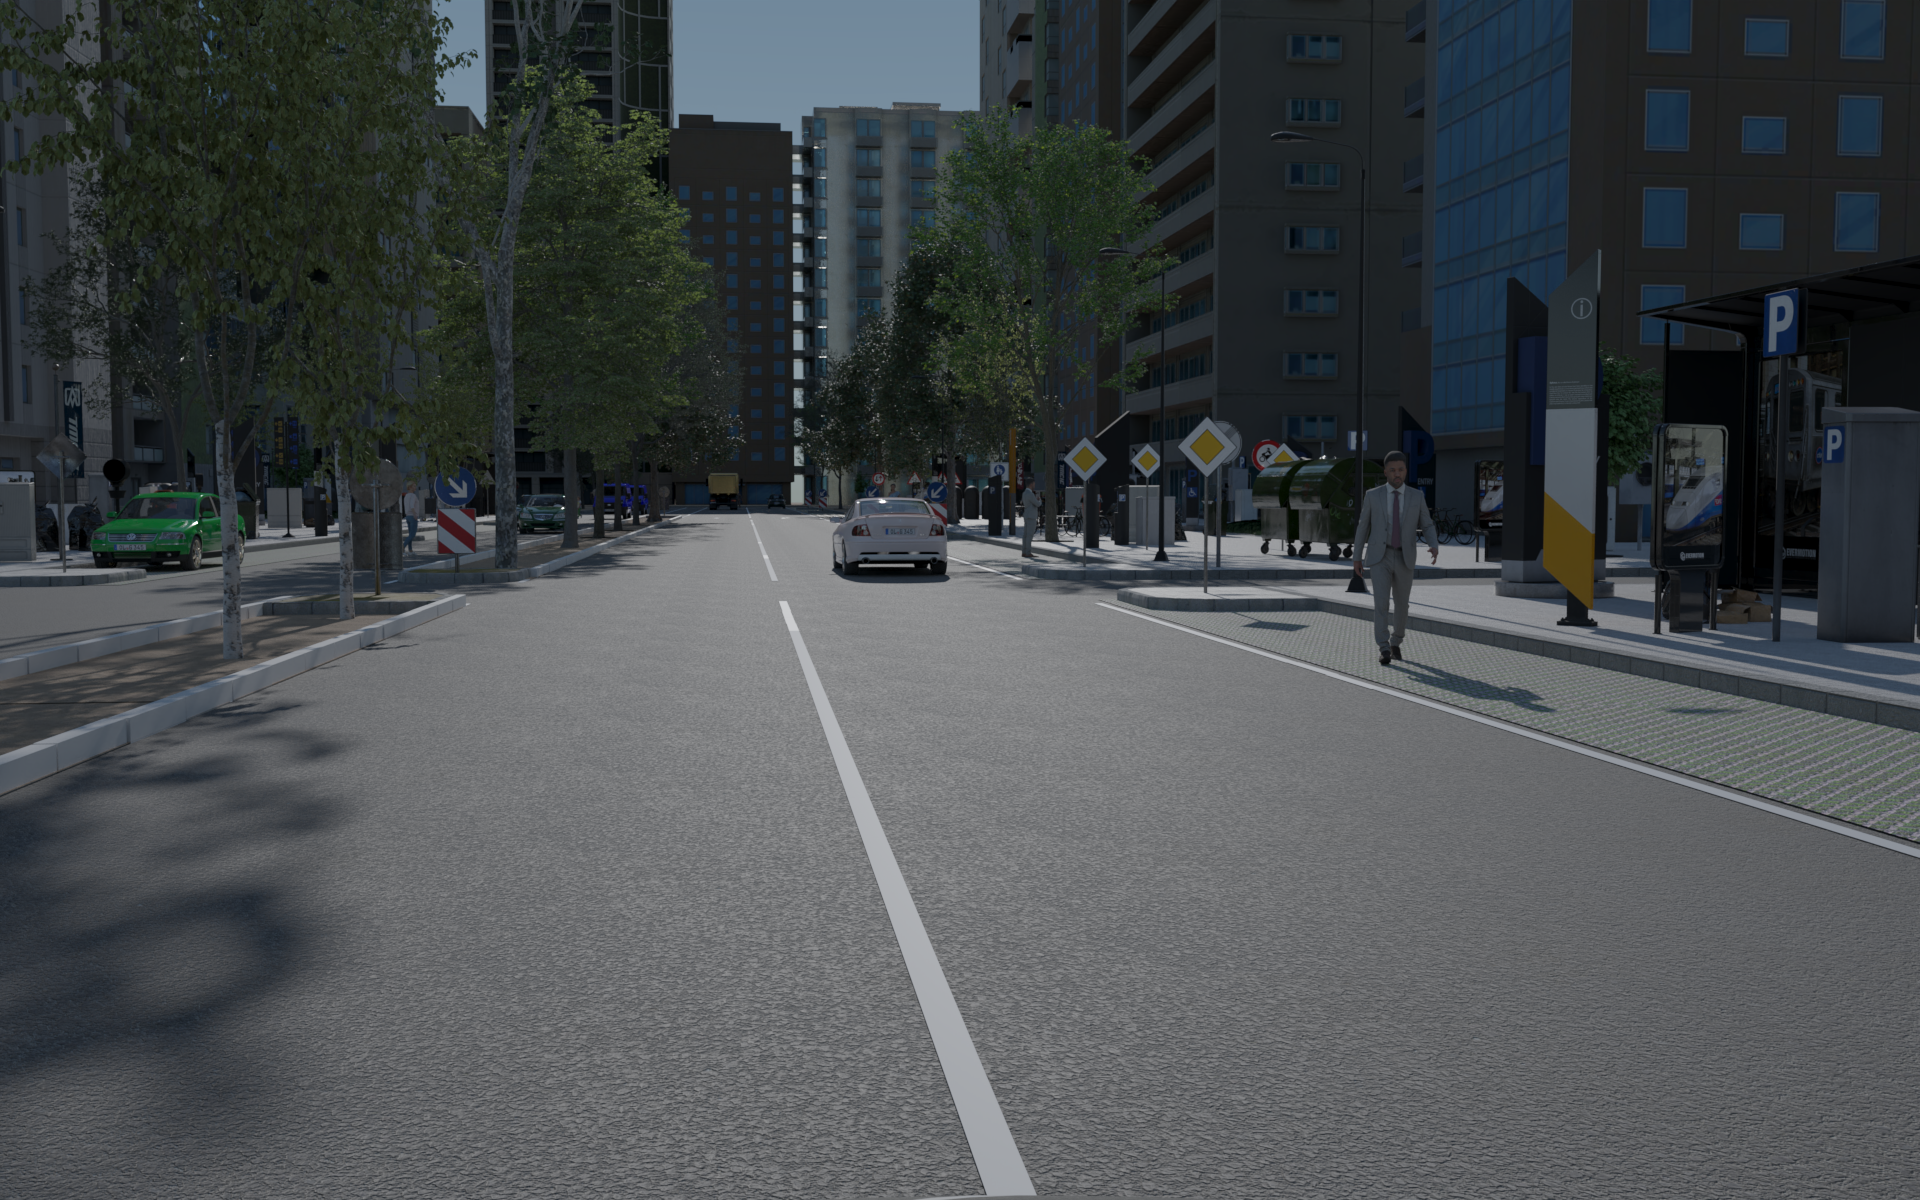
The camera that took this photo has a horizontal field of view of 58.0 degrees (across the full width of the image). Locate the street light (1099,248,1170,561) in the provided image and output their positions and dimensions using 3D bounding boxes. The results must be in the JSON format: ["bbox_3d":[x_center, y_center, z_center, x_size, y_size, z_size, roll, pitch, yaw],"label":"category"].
[{"bbox_3d":[3.315,-3.692,32.903,1.470,5.913,1.316,0,4,-7],"label":"street light"}]

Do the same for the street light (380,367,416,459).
[{"bbox_3d":[-20.582,-5.554,63.355,1.470,5.913,1.316,0,4,-7],"label":"street light"}]

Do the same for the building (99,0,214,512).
[{"bbox_3d":[-46.826,-24.590,85.647,14.154,41.232,14.086,0,4,-7],"label":"building"}]

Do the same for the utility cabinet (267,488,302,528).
[{"bbox_3d":[-25.107,-3.407,64.385,1.173,1.500,0.318,-1,4,-16],"label":"utility cabinet"}]

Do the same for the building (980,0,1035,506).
[{"bbox_3d":[16.788,-34.661,155.949,28.713,52.752,27.495,0,4,-7],"label":"building"}]

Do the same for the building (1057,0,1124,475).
[{"bbox_3d":[14.859,-28.702,119.387,14.600,45.320,14.200,0,4,-7],"label":"building"}]

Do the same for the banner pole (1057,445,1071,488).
[{"bbox_3d":[5.397,-6.060,89.096,0.863,3.779,0.401,-1,4,-8],"label":"banner pole"}]

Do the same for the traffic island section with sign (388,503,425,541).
[{"bbox_3d":[-17.420,-2.699,52.754,1.989,1.847,2.006,0,4,-7],"label":"traffic island section with sign"}]

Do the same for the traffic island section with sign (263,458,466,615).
[{"bbox_3d":[-7.340,-0.812,21.412,2.006,1.907,1.989,0,4,-7],"label":"traffic island section with sign"}]

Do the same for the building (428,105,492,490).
[{"bbox_3d":[-67.229,-35.617,206.031,21.600,48.544,21.300,0,4,-7],"label":"building"}]

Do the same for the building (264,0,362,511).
[{"bbox_3d":[-52.822,-48.981,113.507,22.319,86.520,31.000,0,4,-7],"label":"building"}]

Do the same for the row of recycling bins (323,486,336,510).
[{"bbox_3d":[-34.674,-5.357,94.694,1.069,1.692,3.534,-1,4,-22],"label":"row of recycling bins"}]

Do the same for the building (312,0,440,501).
[{"bbox_3d":[-59.938,-34.078,146.407,27.495,52.752,28.713,0,4,-7],"label":"building"}]

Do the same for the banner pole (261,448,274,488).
[{"bbox_3d":[-37.270,-6.326,93.439,0.401,3.779,0.863,3,5,43],"label":"banner pole"}]

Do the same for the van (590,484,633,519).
[{"bbox_3d":[-20.033,-5.843,99.919,2.240,2.365,5.245,0,4,-7],"label":"van"}]

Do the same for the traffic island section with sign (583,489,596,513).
[{"bbox_3d":[-27.090,-7.386,129.394,1.989,1.847,2.006,0,4,-7],"label":"traffic island section with sign"}]

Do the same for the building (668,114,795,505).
[{"bbox_3d":[-27.323,-34.123,208.018,14.200,45.320,14.600,0,4,-7],"label":"building"}]

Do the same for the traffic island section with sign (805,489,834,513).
[{"bbox_3d":[-10.575,-7.526,131.670,1.989,1.847,2.006,0,4,-7],"label":"traffic island section with sign"}]

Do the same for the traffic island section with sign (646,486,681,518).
[{"bbox_3d":[-17.684,-5.821,103.310,2.006,1.907,1.989,0,4,-7],"label":"traffic island section with sign"}]

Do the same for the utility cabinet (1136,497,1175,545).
[{"bbox_3d":[4.946,-2.000,43.862,1.020,1.237,0.306,-2,4,-28],"label":"utility cabinet"}]

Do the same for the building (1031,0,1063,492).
[{"bbox_3d":[12.396,-27.513,133.430,14.154,41.232,14.086,0,4,-7],"label":"building"}]

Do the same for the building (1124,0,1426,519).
[{"bbox_3d":[21.590,-28.746,93.706,21.300,48.544,21.600,0,4,-7],"label":"building"}]

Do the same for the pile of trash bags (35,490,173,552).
[{"bbox_3d":[-19.639,-1.814,39.409,3.447,1.369,1.912,-1,4,-22],"label":"pile of trash bags"}]

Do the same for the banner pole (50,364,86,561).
[{"bbox_3d":[-17.334,-2.669,33.660,0.401,3.779,0.863,1,4,18],"label":"banner pole"}]

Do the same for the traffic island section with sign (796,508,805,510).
[{"bbox_3d":[-14.097,-9.222,159.408,1.989,1.847,2.006,0,4,-7],"label":"traffic island section with sign"}]

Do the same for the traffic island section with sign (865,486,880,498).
[{"bbox_3d":[-4.291,-4.479,81.852,1.989,1.847,2.006,0,4,-7],"label":"traffic island section with sign"}]

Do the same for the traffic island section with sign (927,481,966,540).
[{"bbox_3d":[-0.914,-2.843,55.108,1.989,1.847,2.006,0,4,-7],"label":"traffic island section with sign"}]

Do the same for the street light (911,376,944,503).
[{"bbox_3d":[-1.215,-5.849,68.171,1.470,5.913,1.316,0,4,-7],"label":"street light"}]

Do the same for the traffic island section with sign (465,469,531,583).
[{"bbox_3d":[-8.258,-1.262,28.762,2.006,1.907,1.989,0,4,-7],"label":"traffic island section with sign"}]

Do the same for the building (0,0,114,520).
[{"bbox_3d":[-44.330,-31.444,56.109,21.231,58.520,28.212,0,4,-7],"label":"building"}]

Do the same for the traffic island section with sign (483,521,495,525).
[{"bbox_3d":[-20.852,-4.357,79.869,1.989,1.847,2.006,0,4,-7],"label":"traffic island section with sign"}]

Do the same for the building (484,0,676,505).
[{"bbox_3d":[-44.933,-47.065,207.760,20.611,71.187,20.563,0,4,-7],"label":"building"}]

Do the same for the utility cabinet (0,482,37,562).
[{"bbox_3d":[-18.033,-1.456,32.490,1.173,1.500,0.318,-1,4,-12],"label":"utility cabinet"}]

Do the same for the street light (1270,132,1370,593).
[{"bbox_3d":[4.669,-3.053,22.453,1.470,5.913,1.316,0,4,-7],"label":"street light"}]

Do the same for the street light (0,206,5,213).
[{"bbox_3d":[-16.037,-3.385,27.886,1.470,5.913,1.316,0,4,-7],"label":"street light"}]

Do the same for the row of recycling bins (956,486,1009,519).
[{"bbox_3d":[1.082,-5.001,88.875,3.534,1.692,1.069,0,4,2],"label":"row of recycling bins"}]

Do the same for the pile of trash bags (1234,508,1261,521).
[{"bbox_3d":[10.891,-3.415,65.583,3.447,1.369,1.912,-1,4,-19],"label":"pile of trash bags"}]

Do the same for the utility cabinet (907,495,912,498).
[{"bbox_3d":[-2.459,-5.259,97.140,1.020,1.237,0.306,0,4,-7],"label":"utility cabinet"}]

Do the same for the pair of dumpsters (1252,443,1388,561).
[{"bbox_3d":[7.290,-1.988,35.004,1.574,2.255,4.437,0,4,-7],"label":"pair of dumpsters"}]

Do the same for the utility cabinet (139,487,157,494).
[{"bbox_3d":[-24.127,-2.619,51.500,0.318,1.500,1.173,-1,4,-15],"label":"utility cabinet"}]

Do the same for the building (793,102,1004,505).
[{"bbox_3d":[-5.672,-36.395,214.667,30.456,49.044,23.786,0,4,-7],"label":"building"}]

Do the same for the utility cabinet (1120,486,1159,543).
[{"bbox_3d":[4.680,-2.215,44.896,1.173,1.500,0.318,3,4,39],"label":"utility cabinet"}]

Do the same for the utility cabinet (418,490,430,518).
[{"bbox_3d":[-28.029,-5.009,90.576,0.318,1.500,1.173,0,4,-4],"label":"utility cabinet"}]

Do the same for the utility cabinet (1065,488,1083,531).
[{"bbox_3d":[4.095,-3.091,59.221,0.318,1.500,1.173,-3,4,-36],"label":"utility cabinet"}]

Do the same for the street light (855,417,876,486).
[{"bbox_3d":[-5.621,-8.034,103.890,1.470,5.913,1.316,0,4,-7],"label":"street light"}]

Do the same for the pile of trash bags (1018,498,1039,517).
[{"bbox_3d":[4.854,-5.327,96.841,3.447,1.369,1.912,1,4,14],"label":"pile of trash bags"}]

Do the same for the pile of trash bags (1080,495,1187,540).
[{"bbox_3d":[4.716,-2.365,48.428,1.912,1.369,3.447,-3,5,-45],"label":"pile of trash bags"}]

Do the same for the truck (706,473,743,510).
[{"bbox_3d":[-21.601,-9.941,158.454,3.469,3.379,9.791,0,4,-7],"label":"truck"}]

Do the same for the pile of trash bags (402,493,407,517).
[{"bbox_3d":[-31.519,-5.361,97.404,1.912,1.369,3.447,0,4,-7],"label":"pile of trash bags"}]

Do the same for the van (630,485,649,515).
[{"bbox_3d":[-22.633,-7.049,119.630,2.240,2.365,5.245,0,4,-7],"label":"van"}]

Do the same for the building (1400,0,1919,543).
[{"bbox_3d":[22.807,-24.562,51.694,14.200,45.320,14.600,0,4,-7],"label":"building"}]

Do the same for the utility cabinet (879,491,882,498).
[{"bbox_3d":[-5.005,-5.752,102.728,0.318,1.500,1.173,2,4,24],"label":"utility cabinet"}]

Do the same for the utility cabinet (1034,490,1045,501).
[{"bbox_3d":[4.864,-5.751,102.702,1.173,1.500,0.318,0,4,6],"label":"utility cabinet"}]
